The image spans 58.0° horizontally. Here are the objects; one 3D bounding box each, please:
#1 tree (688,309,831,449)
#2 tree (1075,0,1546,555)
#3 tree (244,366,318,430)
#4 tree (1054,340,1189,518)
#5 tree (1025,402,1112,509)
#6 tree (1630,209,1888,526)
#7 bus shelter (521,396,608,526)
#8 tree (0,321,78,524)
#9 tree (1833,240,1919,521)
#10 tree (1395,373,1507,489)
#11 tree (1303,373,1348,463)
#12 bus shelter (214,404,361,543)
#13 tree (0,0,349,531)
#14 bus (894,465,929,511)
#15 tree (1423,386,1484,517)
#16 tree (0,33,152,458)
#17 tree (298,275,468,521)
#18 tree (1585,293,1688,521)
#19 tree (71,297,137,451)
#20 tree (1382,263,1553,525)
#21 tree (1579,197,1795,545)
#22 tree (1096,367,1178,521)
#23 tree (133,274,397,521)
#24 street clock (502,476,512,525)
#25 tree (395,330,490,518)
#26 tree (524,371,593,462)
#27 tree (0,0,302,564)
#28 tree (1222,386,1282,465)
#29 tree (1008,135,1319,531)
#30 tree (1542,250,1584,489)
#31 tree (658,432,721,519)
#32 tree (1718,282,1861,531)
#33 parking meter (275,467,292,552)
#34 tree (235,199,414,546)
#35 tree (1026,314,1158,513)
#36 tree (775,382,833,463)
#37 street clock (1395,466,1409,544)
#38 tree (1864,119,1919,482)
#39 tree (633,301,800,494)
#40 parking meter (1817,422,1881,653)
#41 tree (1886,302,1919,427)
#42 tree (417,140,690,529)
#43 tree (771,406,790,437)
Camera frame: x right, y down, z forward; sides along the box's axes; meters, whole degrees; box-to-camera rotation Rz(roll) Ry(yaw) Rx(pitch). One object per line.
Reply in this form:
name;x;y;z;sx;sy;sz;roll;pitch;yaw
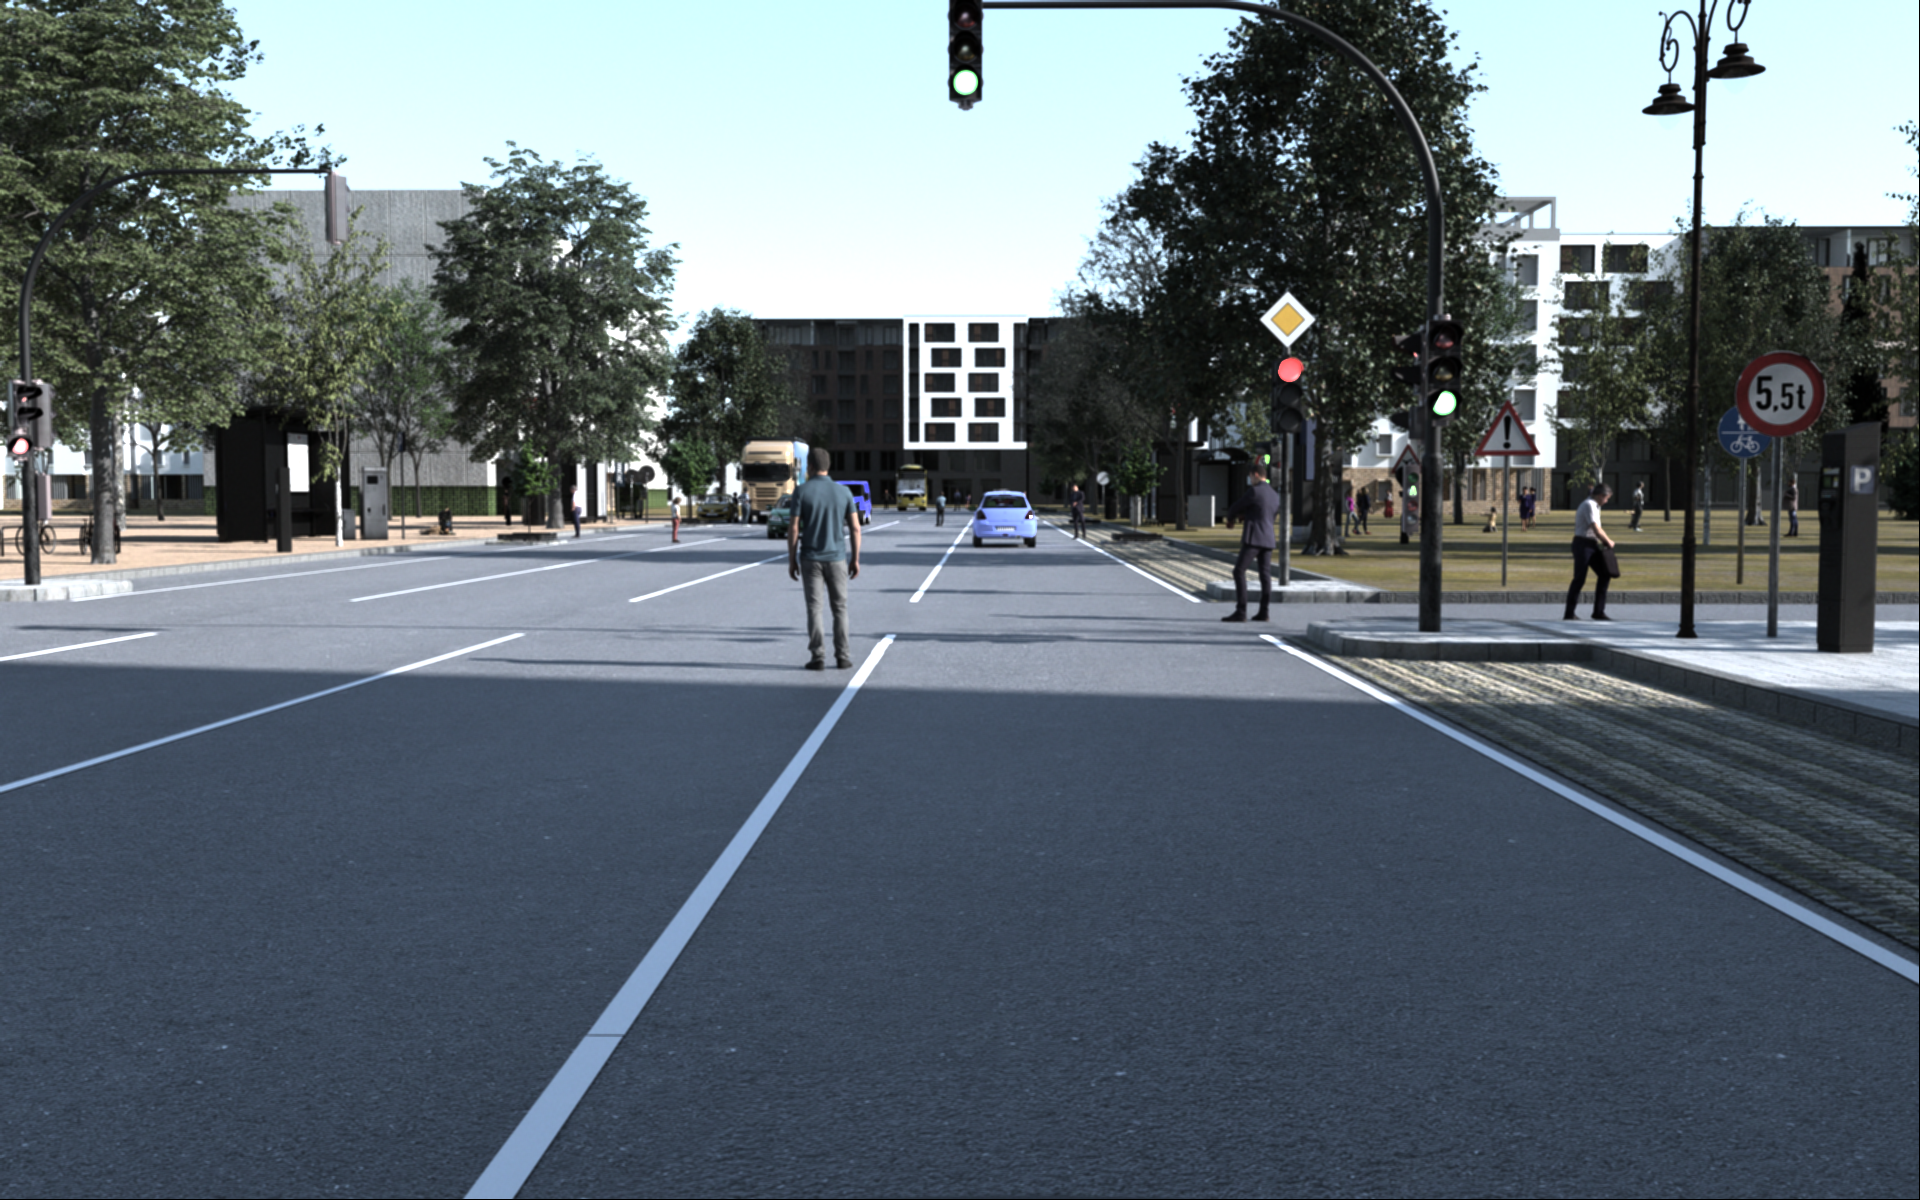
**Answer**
tree;-14.147;-12.586;116.152;12.009;13.543;11.850;0;3;0
tree;7.605;-7.296;36.293;9.611;12.733;9.660;0;3;0
tree;-37.079;-8.788;94.051;4.360;8.622;3.978;0;3;0
tree;8.504;-9.565;90.803;7.601;10.594;8.767;0;4;-2
tree;10.195;-15.360;169.261;7.486;12.596;7.792;0;3;0
tree;32.372;-9.379;70.351;9.611;12.733;9.660;0;3;0
bus shelter;-16.919;-5.892;73.963;2.179;5.291;8.768;0;4;1
tree;-39.004;-7.515;73.233;4.360;8.622;3.978;0;3;0
tree;52.840;-11.401;88.235;18.604;14.587;13.155;-2;4;-26
tree;17.343;-6.955;64.071;4.360;8.622;3.978;0;3;0
tree;18.113;-8.263;85.460;4.360;8.622;3.978;0;3;0
bus shelter;-18.690;-3.499;48.499;1.731;3.624;6.357;0;4;1
tree;-27.978;-12.416;58.886;12.611;20.169;13.585;0;3;0
bus;-4.104;-9.638;149.129;2.896;3.916;12.252;0;4;-1
tree;27.387;-8.926;96.296;4.737;8.622;4.395;0;3;0
tree;-26.586;-8.528;46.086;9.857;13.997;8.962;0;3;0
tree;-27.445;-9.599;82.704;9.928;11.665;9.643;0;3;0
tree;32.933;-8.974;81.139;7.601;10.594;8.767;0;4;-2
tree;-38.538;-9.054;82.443;7.601;10.594;8.767;-1;4;-18
tree;21.193;-9.028;73.363;9.928;11.665;9.643;0;3;0
tree;18.998;-5.681;43.249;4.737;8.622;4.395;0;3;0
tree;8.380;-8.058;82.115;4.360;8.622;3.978;0;3;0
tree;-28.576;-8.420;72.073;7.601;10.594;8.767;0;4;-5
street clock;-18.506;-4.060;70.945;0.471;2.002;0.358;0;4;-7
tree;-29.317;-9.757;93.934;8.767;10.594;7.601;0;4;-1
tree;-21.611;-8.806;94.348;4.360;8.622;3.978;0;3;0
tree;-16.181;-6.945;31.681;7.486;12.596;7.792;0;3;0
tree;16.061;-8.732;93.137;4.737;8.622;4.395;0;3;0
tree;7.570;-9.163;60.180;12.009;13.543;11.850;0;3;0
tree;18.468;-6.059;49.427;4.737;8.622;4.395;0;3;0
tree;-14.210;-6.567;91.088;4.285;4.588;4.351;0;3;0
tree;28.702;-6.704;59.967;4.360;8.622;3.978;0;3;0
parking meter;-14.935;-1.989;38.234;0.255;1.863;0.399;-2;4;-32
tree;-15.524;-5.626;42.345;4.737;8.622;4.395;0;3;0
tree;9.169;-12.892;117.445;9.857;13.997;8.962;0;3;0
tree;-13.674;-12.784;143.424;8.767;10.594;7.601;3;5;44
street clock;11.440;-2.444;44.527;0.471;2.002;0.358;0;4;2
tree;18.838;-5.045;32.853;4.737;8.622;4.395;0;3;0
tree;-14.176;-11.377;103.021;9.611;12.733;9.660;0;3;0
parking meter;7.193;-0.509;14.039;0.399;1.863;0.255;-1;4;-13
tree;34.358;-6.727;60.342;4.360;8.622;3.978;0;3;0
tree;-14.903;-9.614;63.844;9.857;13.997;8.962;0;3;0
tree;-14.428;-11.018;130.511;4.360;8.622;3.978;0;3;0
